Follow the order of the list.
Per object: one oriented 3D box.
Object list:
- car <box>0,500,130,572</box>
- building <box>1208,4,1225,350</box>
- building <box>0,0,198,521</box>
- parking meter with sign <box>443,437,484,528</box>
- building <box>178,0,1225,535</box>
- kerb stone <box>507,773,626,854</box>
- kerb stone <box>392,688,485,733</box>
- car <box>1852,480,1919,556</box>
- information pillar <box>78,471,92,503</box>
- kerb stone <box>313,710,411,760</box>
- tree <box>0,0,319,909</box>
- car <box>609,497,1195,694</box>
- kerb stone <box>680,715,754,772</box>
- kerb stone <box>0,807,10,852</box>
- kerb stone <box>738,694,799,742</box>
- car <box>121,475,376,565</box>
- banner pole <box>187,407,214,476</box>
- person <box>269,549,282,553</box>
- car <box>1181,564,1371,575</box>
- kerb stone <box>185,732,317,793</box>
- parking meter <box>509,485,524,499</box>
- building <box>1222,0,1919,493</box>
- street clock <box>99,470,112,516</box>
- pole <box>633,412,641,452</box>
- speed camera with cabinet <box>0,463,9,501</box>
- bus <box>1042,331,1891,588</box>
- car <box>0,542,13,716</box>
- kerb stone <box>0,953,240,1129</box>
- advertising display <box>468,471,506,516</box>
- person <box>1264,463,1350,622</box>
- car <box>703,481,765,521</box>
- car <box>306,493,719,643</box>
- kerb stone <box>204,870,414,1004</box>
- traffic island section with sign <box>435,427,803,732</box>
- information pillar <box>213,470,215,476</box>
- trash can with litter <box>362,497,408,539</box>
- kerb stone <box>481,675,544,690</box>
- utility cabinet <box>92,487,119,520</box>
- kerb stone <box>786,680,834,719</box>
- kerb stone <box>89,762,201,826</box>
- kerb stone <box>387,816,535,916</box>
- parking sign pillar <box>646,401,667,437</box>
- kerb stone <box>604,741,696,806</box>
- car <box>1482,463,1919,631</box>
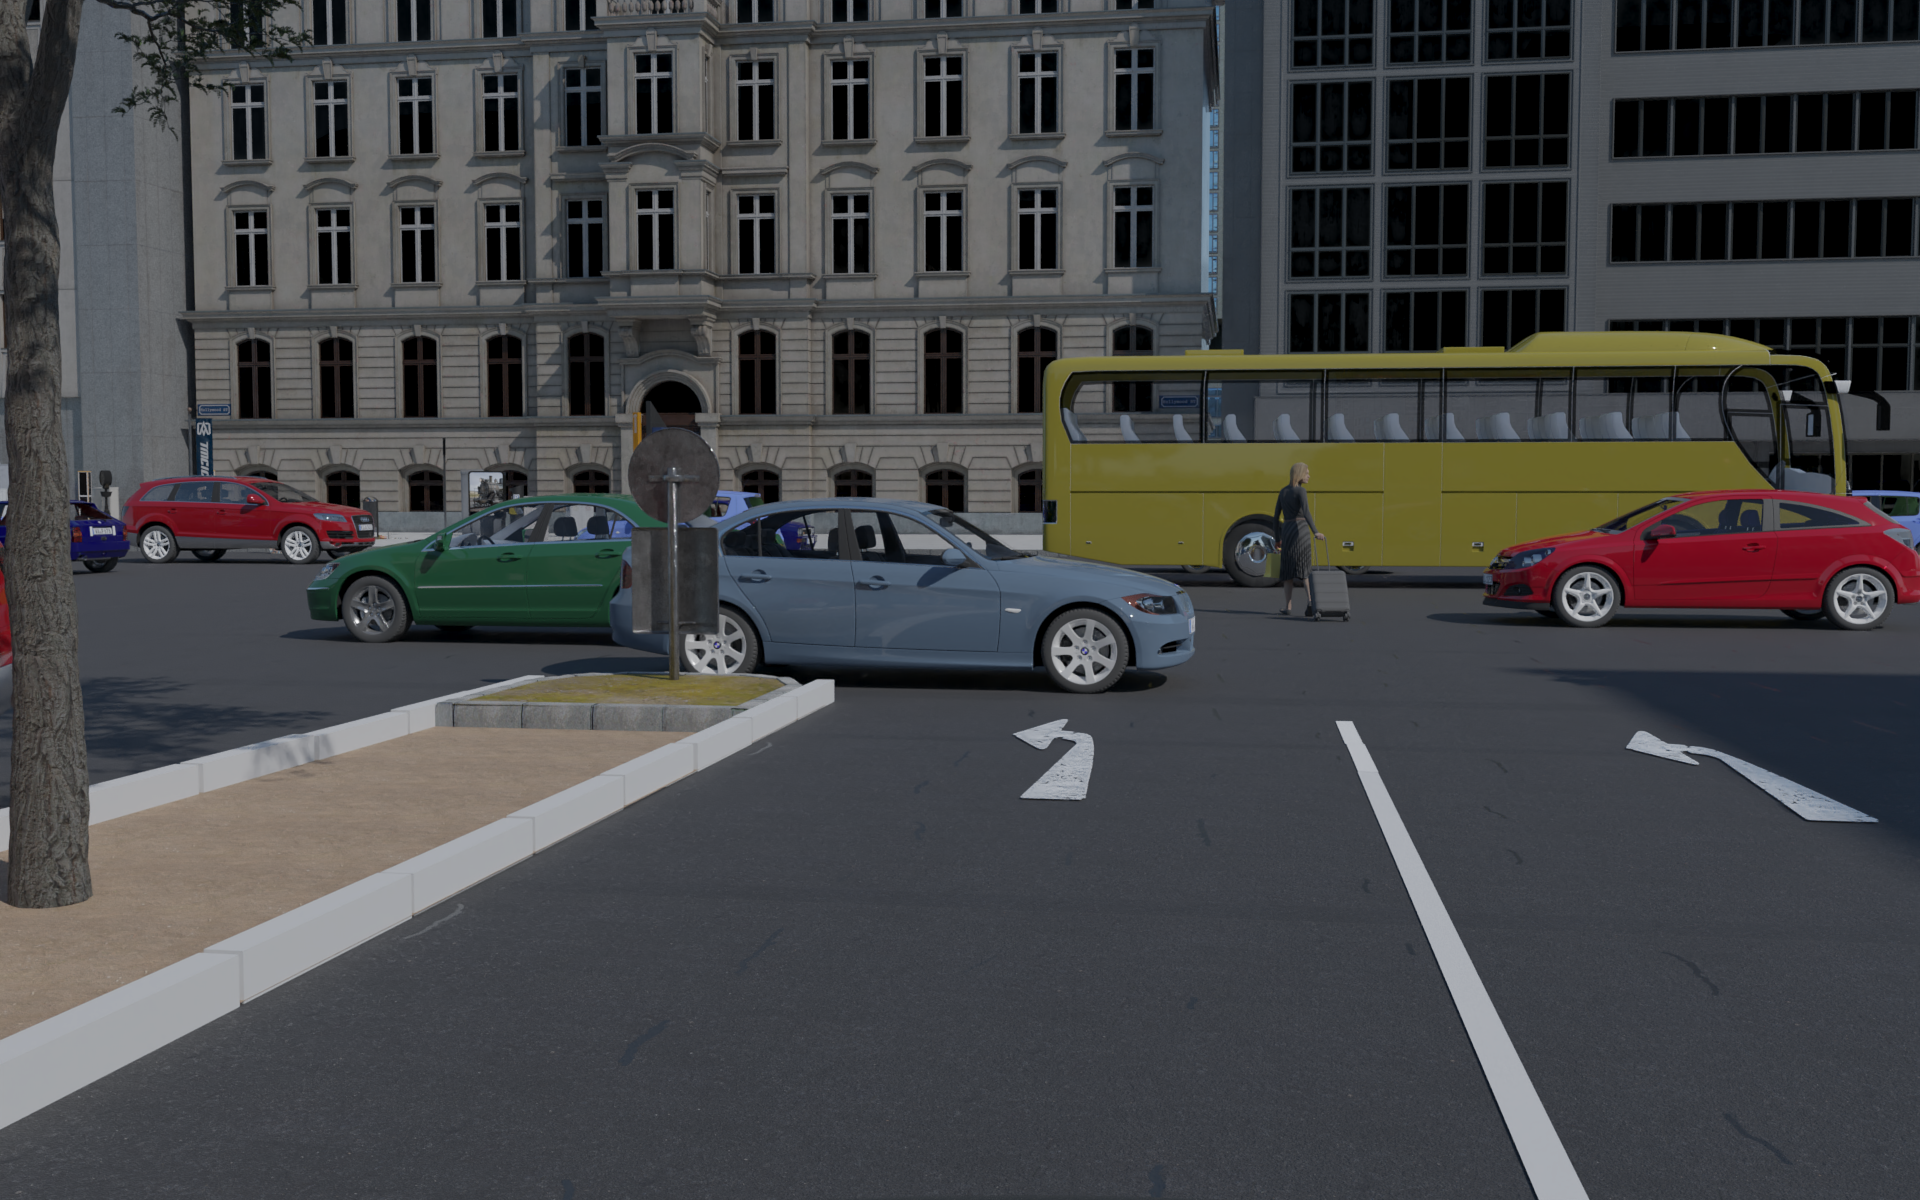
[{"bbox_3d":[-17.177,-1.142,31.249,3.894,1.354,1.945,1,4,9],"label":"car"},{"bbox_3d":[21.187,-55.446,219.212,31.000,86.520,22.319,1,4,9],"label":"building"},{"bbox_3d":[-35.596,-15.021,63.620,19.932,24.808,12.078,1,4,9],"label":"building"},{"bbox_3d":[-15.049,-3.501,53.494,1.738,3.016,0.543,-1,4,-17],"label":"parking meter with sign"},{"bbox_3d":[-8.409,-14.766,60.509,34.723,24.649,14.460,1,4,9],"label":"building"},{"bbox_3d":[-1.669,0.906,7.394,0.120,0.150,1.000,1,4,9],"label":"kerb stone"},{"bbox_3d":[-3.245,0.698,10.782,0.120,0.150,1.000,1,4,9],"label":"kerb stone"},{"bbox_3d":[16.426,-1.386,32.247,3.694,1.707,1.945,1,4,10],"label":"car"},{"bbox_3d":[-28.010,-3.118,55.472,0.304,2.012,0.304,0,4,-6],"label":"information pillar"},{"bbox_3d":[-3.408,0.771,9.770,0.120,0.150,1.000,1,4,9],"label":"kerb stone"},{"bbox_3d":[-3.115,-4.234,6.098,8.767,10.594,7.601,1,4,9],"label":"tree"},{"bbox_3d":[-0.432,-0.089,13.460,4.499,1.417,2.014,1,4,10],"label":"car"},{"bbox_3d":[-1.333,0.782,9.440,0.120,0.150,1.000,1,4,9],"label":"kerb stone"},{"bbox_3d":[-3.905,0.950,6.713,0.120,0.150,1.000,1,4,9],"label":"kerb stone"},{"bbox_3d":[-1.172,0.718,10.458,0.120,0.150,1.000,1,4,9],"label":"kerb stone"},{"bbox_3d":[-14.913,-1.694,36.371,5.304,1.827,2.281,1,4,9],"label":"car"},{"bbox_3d":[-22.034,-3.679,50.173,0.863,3.779,0.401,0,4,-6],"label":"banner pole"},{"bbox_3d":[-16.581,-1.729,41.778,0.382,1.210,0.505,-2,4,-29],"label":"person"},{"bbox_3d":[5.693,-1.188,31.793,4.827,1.381,2.083,1,4,8],"label":"car"},{"bbox_3d":[-3.583,0.822,8.752,0.120,0.150,1.000,1,4,9],"label":"kerb stone"},{"bbox_3d":[-11.904,-2.332,46.535,0.372,1.533,0.369,0,3,0],"label":"parking meter"},{"bbox_3d":[23.469,-14.415,54.748,30.058,24.678,14.314,1,4,9],"label":"building"},{"bbox_3d":[-26.030,-2.951,52.815,0.358,2.002,0.471,-3,5,-44],"label":"street clock"},{"bbox_3d":[-8.062,-3.025,43.309,0.158,3.312,0.155,0,3,0],"label":"pole"},{"bbox_3d":[-29.485,-3.607,53.315,0.660,3.252,2.038,-1,4,-20],"label":"speed camera with cabinet"},{"bbox_3d":[7.483,-2.174,27.096,12.252,3.916,2.896,0,4,7],"label":"bus"},{"bbox_3d":[-5.748,0.157,6.112,2.281,1.827,5.304,1,4,10],"label":"car"},{"bbox_3d":[-2.152,1.094,4.354,0.120,0.150,1.000,1,4,9],"label":"kerb stone"},{"bbox_3d":[-13.218,-2.638,48.340,0.974,1.923,0.123,-2,4,-24],"label":"advertising display"},{"bbox_3d":[4.000,-0.694,20.059,0.699,1.804,1.509,0,4,-3],"label":"person"},{"bbox_3d":[-4.970,-1.270,30.350,3.694,1.707,1.945,0,4,7],"label":"car"},{"bbox_3d":[-4.063,-0.331,17.216,4.920,1.459,2.131,1,4,11],"label":"car"},{"bbox_3d":[-1.992,1.029,5.367,0.120,0.150,1.000,1,4,9],"label":"kerb stone"},{"bbox_3d":[-2.075,-0.198,11.367,2.006,1.907,1.989,1,4,9],"label":"traffic island section with sign"},{"bbox_3d":[-23.171,-3.001,53.553,0.304,2.012,0.304,-1,4,-22],"label":"information pillar"},{"bbox_3d":[-17.062,-2.351,49.492,2.233,1.210,1.678,2,4,25],"label":"trash can with litter"},{"bbox_3d":[-3.085,0.641,11.796,0.120,0.150,1.000,1,4,9],"label":"kerb stone"},{"bbox_3d":[-27.679,-2.899,56.083,1.173,1.500,0.318,3,4,38],"label":"utility cabinet"},{"bbox_3d":[-1.008,0.656,11.473,0.120,0.150,1.000,1,4,9],"label":"kerb stone"},{"bbox_3d":[-3.749,0.885,7.728,0.120,0.150,1.000,1,4,9],"label":"kerb stone"},{"bbox_3d":[-1.833,0.972,6.381,0.120,0.150,1.000,1,4,9],"label":"kerb stone"},{"bbox_3d":[-8.720,-3.817,50.886,1.447,3.967,1.447,1,4,17],"label":"parking sign pillar"},{"bbox_3d":[-1.510,0.843,8.418,0.120,0.150,1.000,1,4,9],"label":"kerb stone"},{"bbox_3d":[8.111,-0.618,19.148,4.494,1.783,2.155,0,4,8],"label":"car"}]
